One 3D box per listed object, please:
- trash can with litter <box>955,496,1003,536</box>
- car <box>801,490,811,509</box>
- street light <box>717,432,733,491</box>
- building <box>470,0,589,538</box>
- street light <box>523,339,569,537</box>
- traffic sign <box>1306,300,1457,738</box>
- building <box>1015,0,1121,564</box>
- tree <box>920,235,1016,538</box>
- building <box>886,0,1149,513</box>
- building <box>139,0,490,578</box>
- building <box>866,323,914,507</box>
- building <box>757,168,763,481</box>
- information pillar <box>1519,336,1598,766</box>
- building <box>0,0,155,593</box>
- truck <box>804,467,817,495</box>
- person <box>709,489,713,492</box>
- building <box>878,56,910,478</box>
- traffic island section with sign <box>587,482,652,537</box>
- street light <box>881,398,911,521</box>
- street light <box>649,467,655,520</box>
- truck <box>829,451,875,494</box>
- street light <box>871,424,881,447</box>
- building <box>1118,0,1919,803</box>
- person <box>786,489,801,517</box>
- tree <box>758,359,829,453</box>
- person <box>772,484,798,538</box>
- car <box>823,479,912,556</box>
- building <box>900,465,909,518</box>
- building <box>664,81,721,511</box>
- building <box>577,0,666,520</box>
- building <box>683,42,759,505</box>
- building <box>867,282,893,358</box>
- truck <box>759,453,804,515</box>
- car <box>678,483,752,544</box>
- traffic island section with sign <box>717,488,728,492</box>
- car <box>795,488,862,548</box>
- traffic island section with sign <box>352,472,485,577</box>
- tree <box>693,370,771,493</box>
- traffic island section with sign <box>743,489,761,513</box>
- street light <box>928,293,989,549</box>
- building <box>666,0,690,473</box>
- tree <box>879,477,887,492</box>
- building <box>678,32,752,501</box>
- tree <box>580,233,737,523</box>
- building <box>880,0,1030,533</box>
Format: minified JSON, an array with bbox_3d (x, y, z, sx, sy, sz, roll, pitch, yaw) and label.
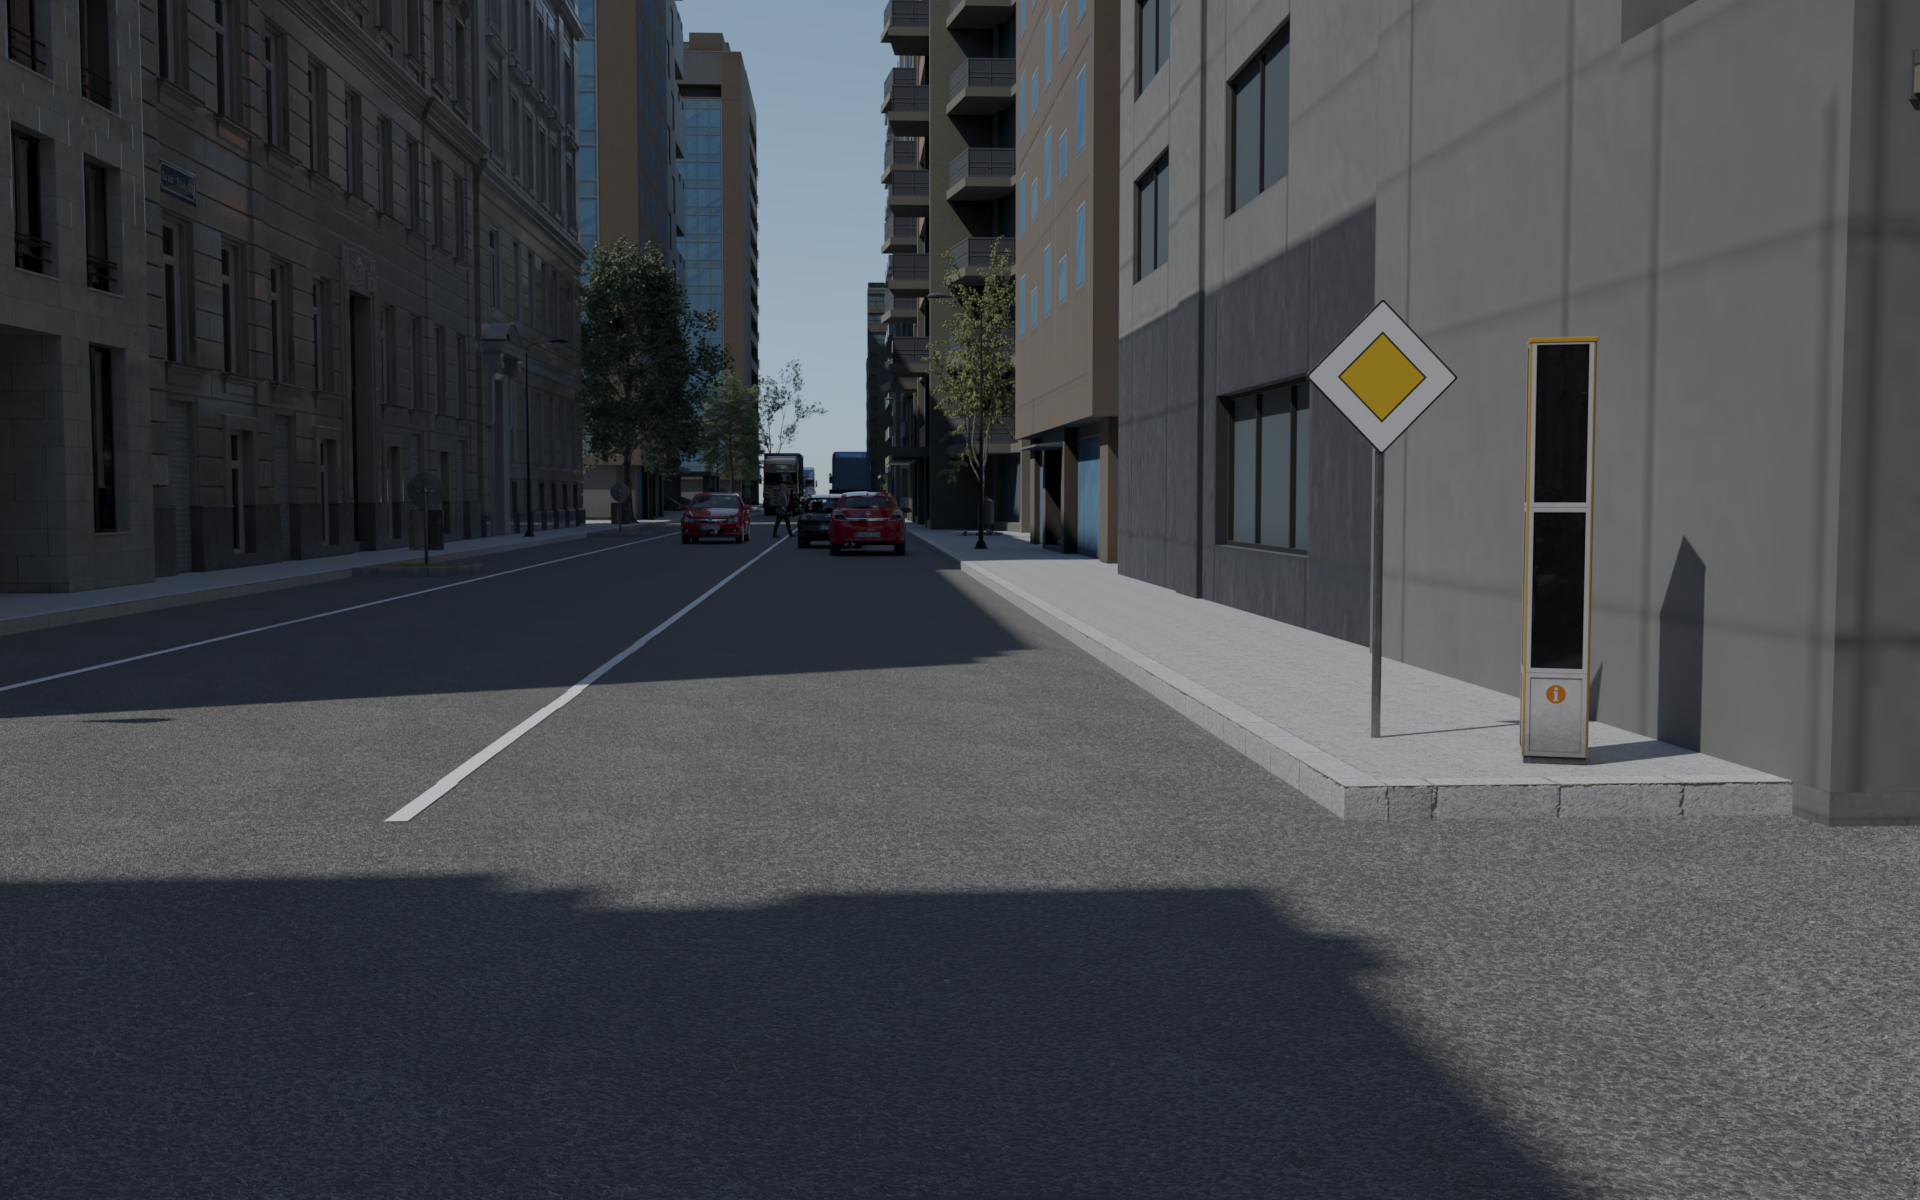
[{"bbox_3d":[0.535,-2.607,53.687,1.678,1.210,2.233,3,5,41],"label":"trash can with litter"},{"bbox_3d":[-13.053,-7.925,138.249,2.281,1.827,5.304,0,4,-5],"label":"car"},{"bbox_3d":[-17.601,-9.599,129.479,1.470,5.913,1.316,0,4,-4],"label":"street light"},{"bbox_3d":[-20.725,-16.717,59.220,13.634,28.700,20.117,0,4,-4],"label":"building"},{"bbox_3d":[-12.406,-4.854,51.909,1.470,5.913,1.316,0,4,-4],"label":"street light"},{"bbox_3d":[2.187,-0.331,9.061,0.795,2.450,0.064,0,4,-4],"label":"traffic sign"},{"bbox_3d":[8.805,-23.698,37.569,14.600,45.320,14.200,0,4,-4],"label":"building"},{"bbox_3d":[0.697,-6.113,50.316,4.737,8.622,4.395,0,3,0],"label":"tree"},{"bbox_3d":[4.051,-43.465,148.903,20.563,71.187,20.611,0,4,-4],"label":"building"},{"bbox_3d":[-18.663,-14.649,36.781,12.463,27.353,25.104,0,4,-4],"label":"building"},{"bbox_3d":[2.329,-22.647,215.322,27.650,21.520,28.899,0,4,-4],"label":"building"},{"bbox_3d":[-36.588,-36.535,216.962,23.786,49.044,30.456,0,4,-4],"label":"building"},{"bbox_3d":[2.857,-0.232,8.288,0.304,2.012,0.304,1,4,16],"label":"information pillar"},{"bbox_3d":[-16.334,-9.855,15.885,10.420,20.320,16.860,0,4,-4],"label":"building"},{"bbox_3d":[-16.084,-11.584,179.154,2.967,4.110,18.799,0,4,-4],"label":"truck"},{"bbox_3d":[-13.816,-5.278,95.524,0.721,1.735,1.217,0,4,1],"label":"person"},{"bbox_3d":[3.270,-34.567,184.774,23.786,49.044,30.456,0,4,-4],"label":"building"},{"bbox_3d":[-11.413,-3.033,58.215,1.989,1.847,2.006,0,4,-4],"label":"traffic island section with sign"},{"bbox_3d":[-2.947,-6.795,83.636,1.470,5.913,1.316,0,4,-4],"label":"street light"},{"bbox_3d":[-14.612,-6.878,84.997,1.470,5.913,1.316,0,4,-4],"label":"street light"},{"bbox_3d":[-6.679,-6.959,103.545,2.967,4.110,18.799,0,4,-2],"label":"truck"},{"bbox_3d":[-4.968,-8.706,114.876,1.470,5.913,1.316,0,4,-4],"label":"street light"},{"bbox_3d":[13.350,-35.343,16.112,20.611,71.187,20.563,0,4,-4],"label":"building"},{"bbox_3d":[-10.425,-5.983,107.006,1.217,1.739,0.721,-1,4,-19],"label":"person"},{"bbox_3d":[-25.096,-23.607,241.864,12.611,20.169,13.585,0,3,0],"label":"tree"},{"bbox_3d":[-5.775,-2.944,57.039,0.834,1.777,0.661,1,4,9],"label":"person"},{"bbox_3d":[-2.233,-2.006,41.842,2.155,1.783,4.494,0,4,-3],"label":"car"},{"bbox_3d":[12.866,-24.829,97.837,32.217,40.220,23.993,0,4,-4],"label":"building"},{"bbox_3d":[-35.406,-27.128,135.416,32.217,40.220,23.993,0,4,-4],"label":"building"},{"bbox_3d":[-22.794,-26.858,89.231,14.600,45.320,14.200,0,4,-4],"label":"building"},{"bbox_3d":[-33.424,-34.640,190.063,21.300,48.544,21.600,0,4,-4],"label":"building"},{"bbox_3d":[-5.650,-28.429,236.518,14.160,30.474,14.107,0,4,-4],"label":"building"},{"bbox_3d":[-12.244,-8.027,120.150,2.839,4.237,11.283,0,4,-3],"label":"truck"},{"bbox_3d":[-7.238,-2.595,51.467,2.155,1.783,4.494,0,4,-3],"label":"car"},{"bbox_3d":[-14.684,-6.049,107.526,1.989,1.847,2.006,0,4,-4],"label":"traffic island section with sign"},{"bbox_3d":[-3.508,-2.285,47.149,2.009,1.686,4.222,0,4,-3],"label":"car"},{"bbox_3d":[-9.614,-1.365,30.952,1.989,1.847,2.006,0,4,-4],"label":"traffic island section with sign"},{"bbox_3d":[-21.179,-14.695,158.392,7.486,12.596,7.792,0,3,0],"label":"tree"},{"bbox_3d":[-16.471,-7.701,134.535,1.989,1.847,2.006,0,4,-4],"label":"traffic island section with sign"},{"bbox_3d":[-0.050,-4.140,40.231,1.470,5.913,1.316,0,4,-4],"label":"street light"},{"bbox_3d":[-31.900,-31.805,109.257,28.713,52.752,27.495,0,4,-4],"label":"building"},{"bbox_3d":[-6.740,-10.629,168.388,1.663,3.219,1.824,0,3,0],"label":"tree"},{"bbox_3d":[-28.175,-31.957,172.602,14.600,45.320,14.200,0,4,-4],"label":"building"},{"bbox_3d":[-14.687,-9.739,76.241,9.611,12.733,9.660,0,3,0],"label":"tree"},{"bbox_3d":[7.986,-25.389,69.738,22.147,44.769,28.867,0,4,-4],"label":"building"}]
